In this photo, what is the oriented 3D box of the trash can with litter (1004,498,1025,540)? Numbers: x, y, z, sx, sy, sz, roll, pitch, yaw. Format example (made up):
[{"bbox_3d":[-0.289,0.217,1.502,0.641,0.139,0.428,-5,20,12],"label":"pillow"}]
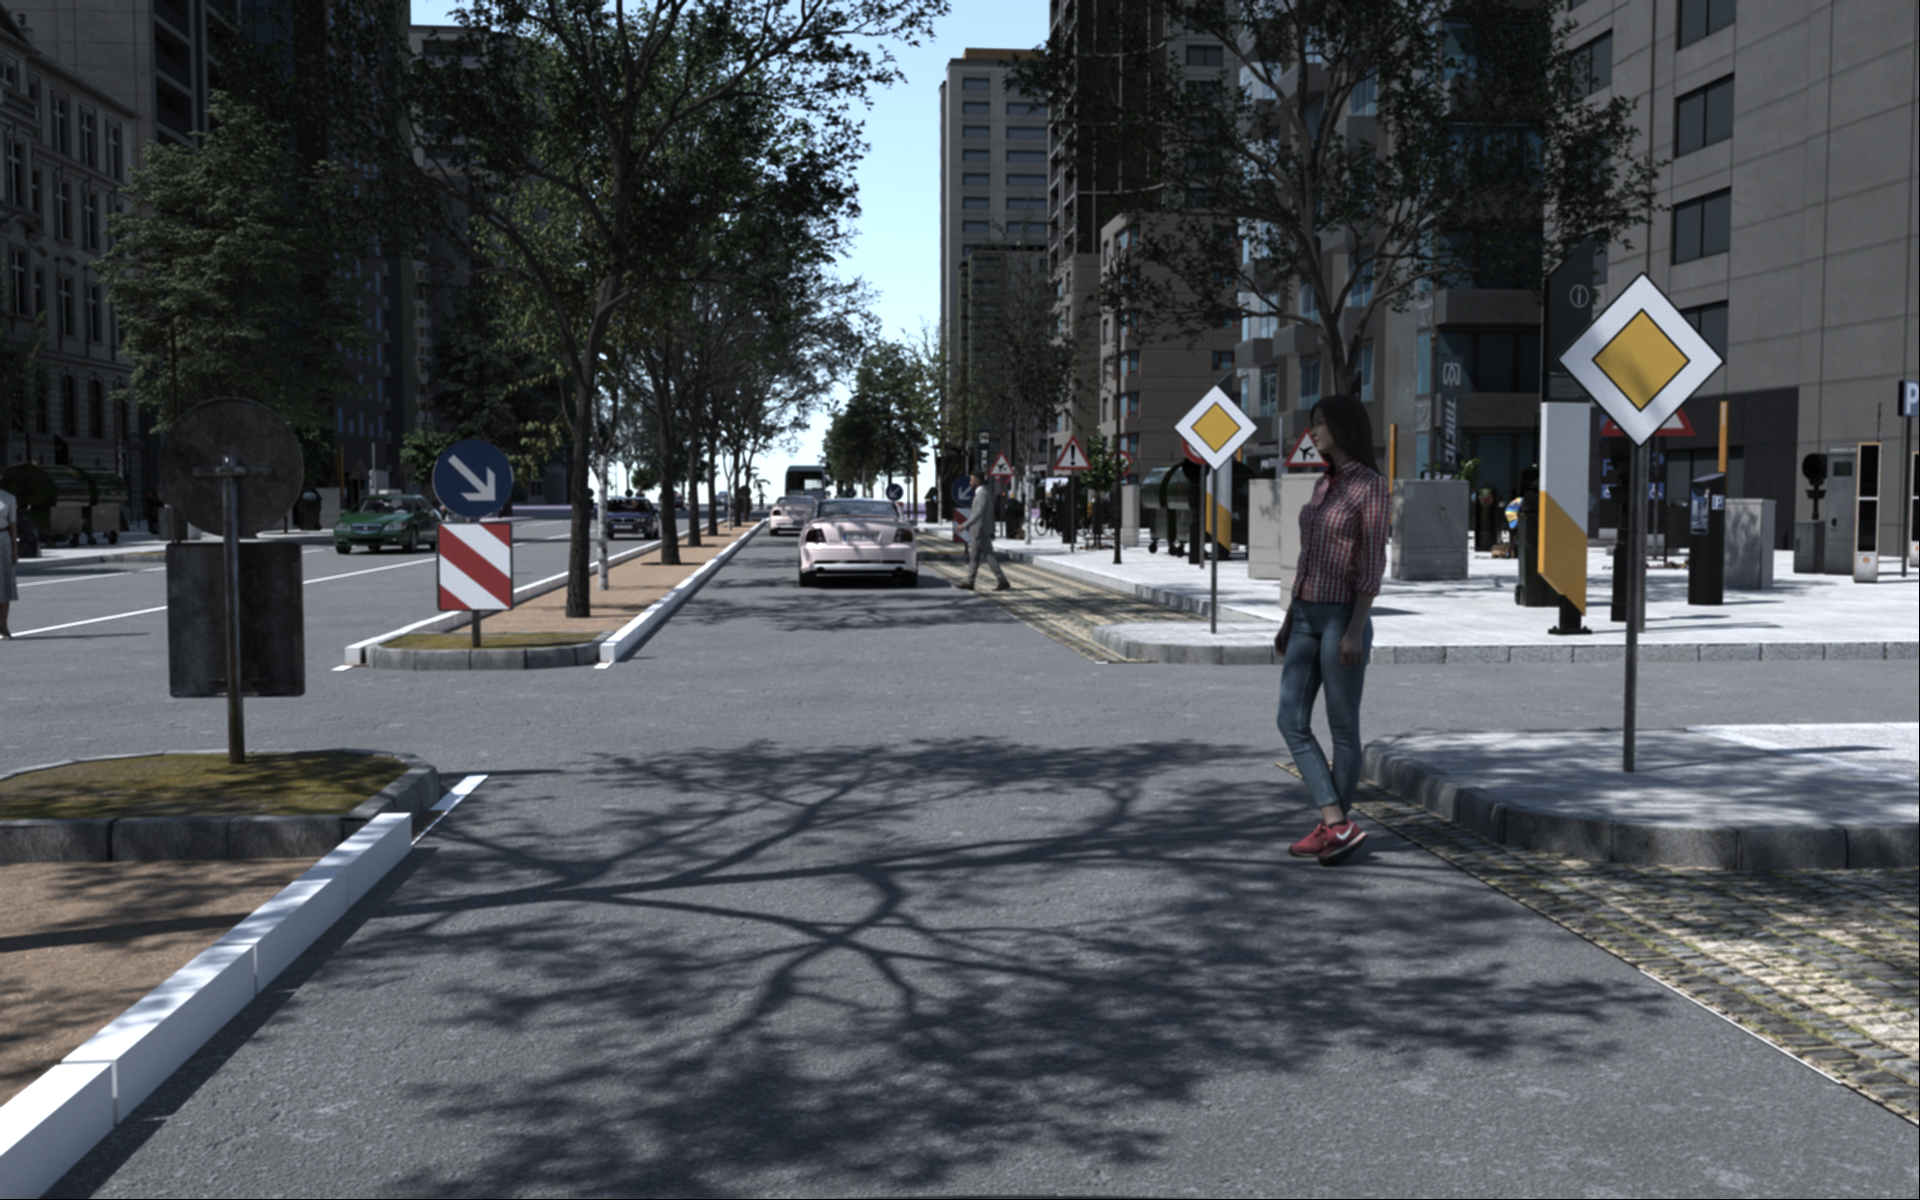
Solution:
[{"bbox_3d":[1.680,-2.297,48.938,0.624,1.170,1.055,-2,4,-29],"label":"trash can with litter"}]

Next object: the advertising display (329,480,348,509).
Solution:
[{"bbox_3d":[-28.241,-4.480,78.467,0.974,1.923,0.123,-2,4,-31],"label":"advertising display"}]

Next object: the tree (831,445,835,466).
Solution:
[{"bbox_3d":[-12.410,-14.924,194.373,4.737,8.622,4.395,0,3,0],"label":"tree"}]

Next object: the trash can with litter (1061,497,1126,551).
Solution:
[{"bbox_3d":[3.012,-1.781,40.177,1.678,1.210,2.233,1,4,15],"label":"trash can with litter"}]

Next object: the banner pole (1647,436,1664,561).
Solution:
[{"bbox_3d":[13.220,-2.638,33.143,0.863,3.779,0.401,-3,4,-39],"label":"banner pole"}]

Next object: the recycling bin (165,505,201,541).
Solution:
[{"bbox_3d":[-21.567,-2.173,48.078,0.722,1.027,0.722,0,4,-3],"label":"recycling bin"}]

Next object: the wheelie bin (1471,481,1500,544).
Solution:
[{"bbox_3d":[12.590,-2.044,41.328,0.693,1.594,0.980,2,4,31],"label":"wheelie bin"}]

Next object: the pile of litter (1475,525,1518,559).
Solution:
[{"bbox_3d":[11.140,-1.264,34.635,1.719,0.858,1.176,1,4,16],"label":"pile of litter"}]

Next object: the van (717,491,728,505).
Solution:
[{"bbox_3d":[-31.669,-13.771,232.168,2.013,2.044,4.112,0,4,-6],"label":"van"}]

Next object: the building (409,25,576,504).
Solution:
[{"bbox_3d":[-61.481,-41.511,220.697,21.231,58.520,28.212,0,4,-5],"label":"building"}]

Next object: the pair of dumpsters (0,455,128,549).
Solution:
[{"bbox_3d":[-21.853,-2.424,42.127,1.574,2.255,4.437,0,4,-5],"label":"pair of dumpsters"}]

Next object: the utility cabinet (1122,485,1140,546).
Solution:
[{"bbox_3d":[4.177,-2.068,42.488,0.318,1.500,1.173,1,4,13],"label":"utility cabinet"}]

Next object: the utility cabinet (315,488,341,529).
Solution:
[{"bbox_3d":[-23.102,-3.310,62.792,1.173,1.500,0.318,-3,5,-40],"label":"utility cabinet"}]

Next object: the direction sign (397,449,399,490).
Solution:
[{"bbox_3d":[-28.376,-5.838,87.447,0.379,3.537,0.876,-1,4,-16],"label":"direction sign"}]

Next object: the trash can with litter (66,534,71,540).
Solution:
[{"bbox_3d":[-25.227,-2.265,48.421,0.624,1.170,1.055,-1,4,-18],"label":"trash can with litter"}]

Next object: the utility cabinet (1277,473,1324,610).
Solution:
[{"bbox_3d":[3.795,-0.602,18.514,0.318,1.500,1.173,-1,4,-11],"label":"utility cabinet"}]

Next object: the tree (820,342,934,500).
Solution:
[{"bbox_3d":[-5.518,-12.920,129.364,7.486,12.596,7.792,0,3,0],"label":"tree"}]

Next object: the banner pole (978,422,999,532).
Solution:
[{"bbox_3d":[0.949,-4.212,58.876,0.863,3.779,0.401,3,4,37],"label":"banner pole"}]

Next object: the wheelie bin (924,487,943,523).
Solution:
[{"bbox_3d":[-1.143,-4.175,76.166,0.693,1.594,0.980,-2,4,-29],"label":"wheelie bin"}]

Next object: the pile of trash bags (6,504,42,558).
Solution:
[{"bbox_3d":[-20.245,-1.515,34.517,3.447,1.369,1.912,-2,4,-26],"label":"pile of trash bags"}]

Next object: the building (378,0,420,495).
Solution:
[{"bbox_3d":[-49.273,-27.245,129.045,14.154,41.232,14.086,0,4,-5],"label":"building"}]

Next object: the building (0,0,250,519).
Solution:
[{"bbox_3d":[-49.520,-40.196,95.454,20.563,71.187,20.611,0,4,-5],"label":"building"}]

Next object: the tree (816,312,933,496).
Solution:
[{"bbox_3d":[-8.834,-19.664,177.402,12.611,20.169,13.585,0,3,0],"label":"tree"}]

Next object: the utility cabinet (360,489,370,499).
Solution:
[{"bbox_3d":[-27.953,-4.504,82.321,1.173,1.500,0.318,2,4,24],"label":"utility cabinet"}]

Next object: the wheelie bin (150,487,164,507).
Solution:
[{"bbox_3d":[-35.291,-4.179,76.236,0.980,1.594,0.693,-2,4,-35],"label":"wheelie bin"}]

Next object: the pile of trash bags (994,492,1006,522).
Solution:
[{"bbox_3d":[2.079,-4.308,80.182,1.912,1.369,3.447,0,4,-7],"label":"pile of trash bags"}]

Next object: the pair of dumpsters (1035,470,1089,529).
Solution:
[{"bbox_3d":[3.929,-3.875,65.854,1.574,2.255,4.437,0,4,-6],"label":"pair of dumpsters"}]

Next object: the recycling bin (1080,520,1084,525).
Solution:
[{"bbox_3d":[4.575,-3.487,69.559,0.722,1.027,0.722,3,5,43],"label":"recycling bin"}]

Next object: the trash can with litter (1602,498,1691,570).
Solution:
[{"bbox_3d":[12.050,-1.160,30.021,2.233,1.210,1.678,-1,4,-11],"label":"trash can with litter"}]

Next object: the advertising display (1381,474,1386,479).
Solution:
[{"bbox_3d":[13.573,-3.111,56.073,0.123,1.923,0.974,2,4,32],"label":"advertising display"}]

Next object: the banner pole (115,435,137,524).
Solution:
[{"bbox_3d":[-35.438,-5.107,73.516,0.401,3.779,0.863,2,4,35],"label":"banner pole"}]

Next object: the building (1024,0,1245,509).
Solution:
[{"bbox_3d":[16.764,-43.121,143.280,20.563,71.187,20.611,0,4,-5],"label":"building"}]

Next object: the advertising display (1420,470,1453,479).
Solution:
[{"bbox_3d":[12.938,-2.558,47.032,0.974,1.923,0.123,-1,4,-20],"label":"advertising display"}]

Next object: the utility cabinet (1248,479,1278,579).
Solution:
[{"bbox_3d":[4.923,-1.051,25.864,1.173,1.500,0.318,2,4,29],"label":"utility cabinet"}]

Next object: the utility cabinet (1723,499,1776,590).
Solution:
[{"bbox_3d":[10.522,-0.756,23.524,0.306,1.237,1.020,-2,4,-30],"label":"utility cabinet"}]

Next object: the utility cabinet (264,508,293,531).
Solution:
[{"bbox_3d":[-24.160,-3.063,61.246,1.020,1.237,0.306,-2,4,-27],"label":"utility cabinet"}]

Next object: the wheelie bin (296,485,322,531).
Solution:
[{"bbox_3d":[-24.421,-3.472,64.671,0.980,1.594,0.693,-3,5,-43],"label":"wheelie bin"}]

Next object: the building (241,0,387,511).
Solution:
[{"bbox_3d":[-46.907,-28.384,114.190,14.600,45.320,14.200,0,4,-5],"label":"building"}]

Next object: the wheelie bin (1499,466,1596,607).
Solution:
[{"bbox_3d":[6.763,-0.728,19.804,0.980,1.594,0.693,1,4,9],"label":"wheelie bin"}]

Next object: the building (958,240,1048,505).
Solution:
[{"bbox_3d":[7.728,-26.305,201.787,14.160,30.474,14.107,0,4,-5],"label":"building"}]

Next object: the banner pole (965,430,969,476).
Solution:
[{"bbox_3d":[0.244,-4.764,67.904,0.401,3.779,0.863,-1,4,-12],"label":"banner pole"}]

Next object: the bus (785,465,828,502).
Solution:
[{"bbox_3d":[-10.412,-7.493,117.372,2.948,3.499,13.247,0,4,-4],"label":"bus"}]

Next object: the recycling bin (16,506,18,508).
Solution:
[{"bbox_3d":[-20.902,-1.525,37.490,0.722,1.027,0.722,0,4,-5],"label":"recycling bin"}]

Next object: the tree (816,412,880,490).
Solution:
[{"bbox_3d":[-15.595,-19.754,239.981,9.611,12.733,9.660,0,3,0],"label":"tree"}]

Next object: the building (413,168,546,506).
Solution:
[{"bbox_3d":[-64.188,-30.749,194.633,32.217,40.220,23.993,0,4,-5],"label":"building"}]

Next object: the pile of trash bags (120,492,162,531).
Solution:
[{"bbox_3d":[-29.333,-3.066,59.877,3.447,1.369,1.912,-3,5,-41],"label":"pile of trash bags"}]

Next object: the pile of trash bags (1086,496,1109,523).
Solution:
[{"bbox_3d":[6.844,-4.096,76.722,3.447,1.369,1.912,-1,4,-21],"label":"pile of trash bags"}]

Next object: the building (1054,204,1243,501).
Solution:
[{"bbox_3d":[22.397,-16.848,120.509,27.650,21.520,28.899,0,4,-5],"label":"building"}]

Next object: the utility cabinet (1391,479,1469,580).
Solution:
[{"bbox_3d":[7.005,-1.045,25.770,1.173,1.500,0.318,-1,4,-22],"label":"utility cabinet"}]

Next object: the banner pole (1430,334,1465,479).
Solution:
[{"bbox_3d":[7.605,-2.278,27.258,0.863,3.779,0.401,-2,4,-30],"label":"banner pole"}]

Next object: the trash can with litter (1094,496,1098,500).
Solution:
[{"bbox_3d":[6.817,-4.635,87.172,0.624,1.170,1.055,1,4,10],"label":"trash can with litter"}]

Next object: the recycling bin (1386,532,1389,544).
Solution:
[{"bbox_3d":[10.555,-1.959,44.579,0.722,1.027,0.722,-3,5,-41],"label":"recycling bin"}]

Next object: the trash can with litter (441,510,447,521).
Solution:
[{"bbox_3d":[-24.526,-4.350,82.503,1.055,1.170,0.624,2,4,35],"label":"trash can with litter"}]

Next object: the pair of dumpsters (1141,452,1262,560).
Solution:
[{"bbox_3d":[4.901,-2.015,35.436,1.574,2.255,4.437,0,4,-6],"label":"pair of dumpsters"}]

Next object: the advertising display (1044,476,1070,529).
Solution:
[{"bbox_3d":[3.520,-3.518,62.733,0.974,1.923,0.123,2,4,25],"label":"advertising display"}]
